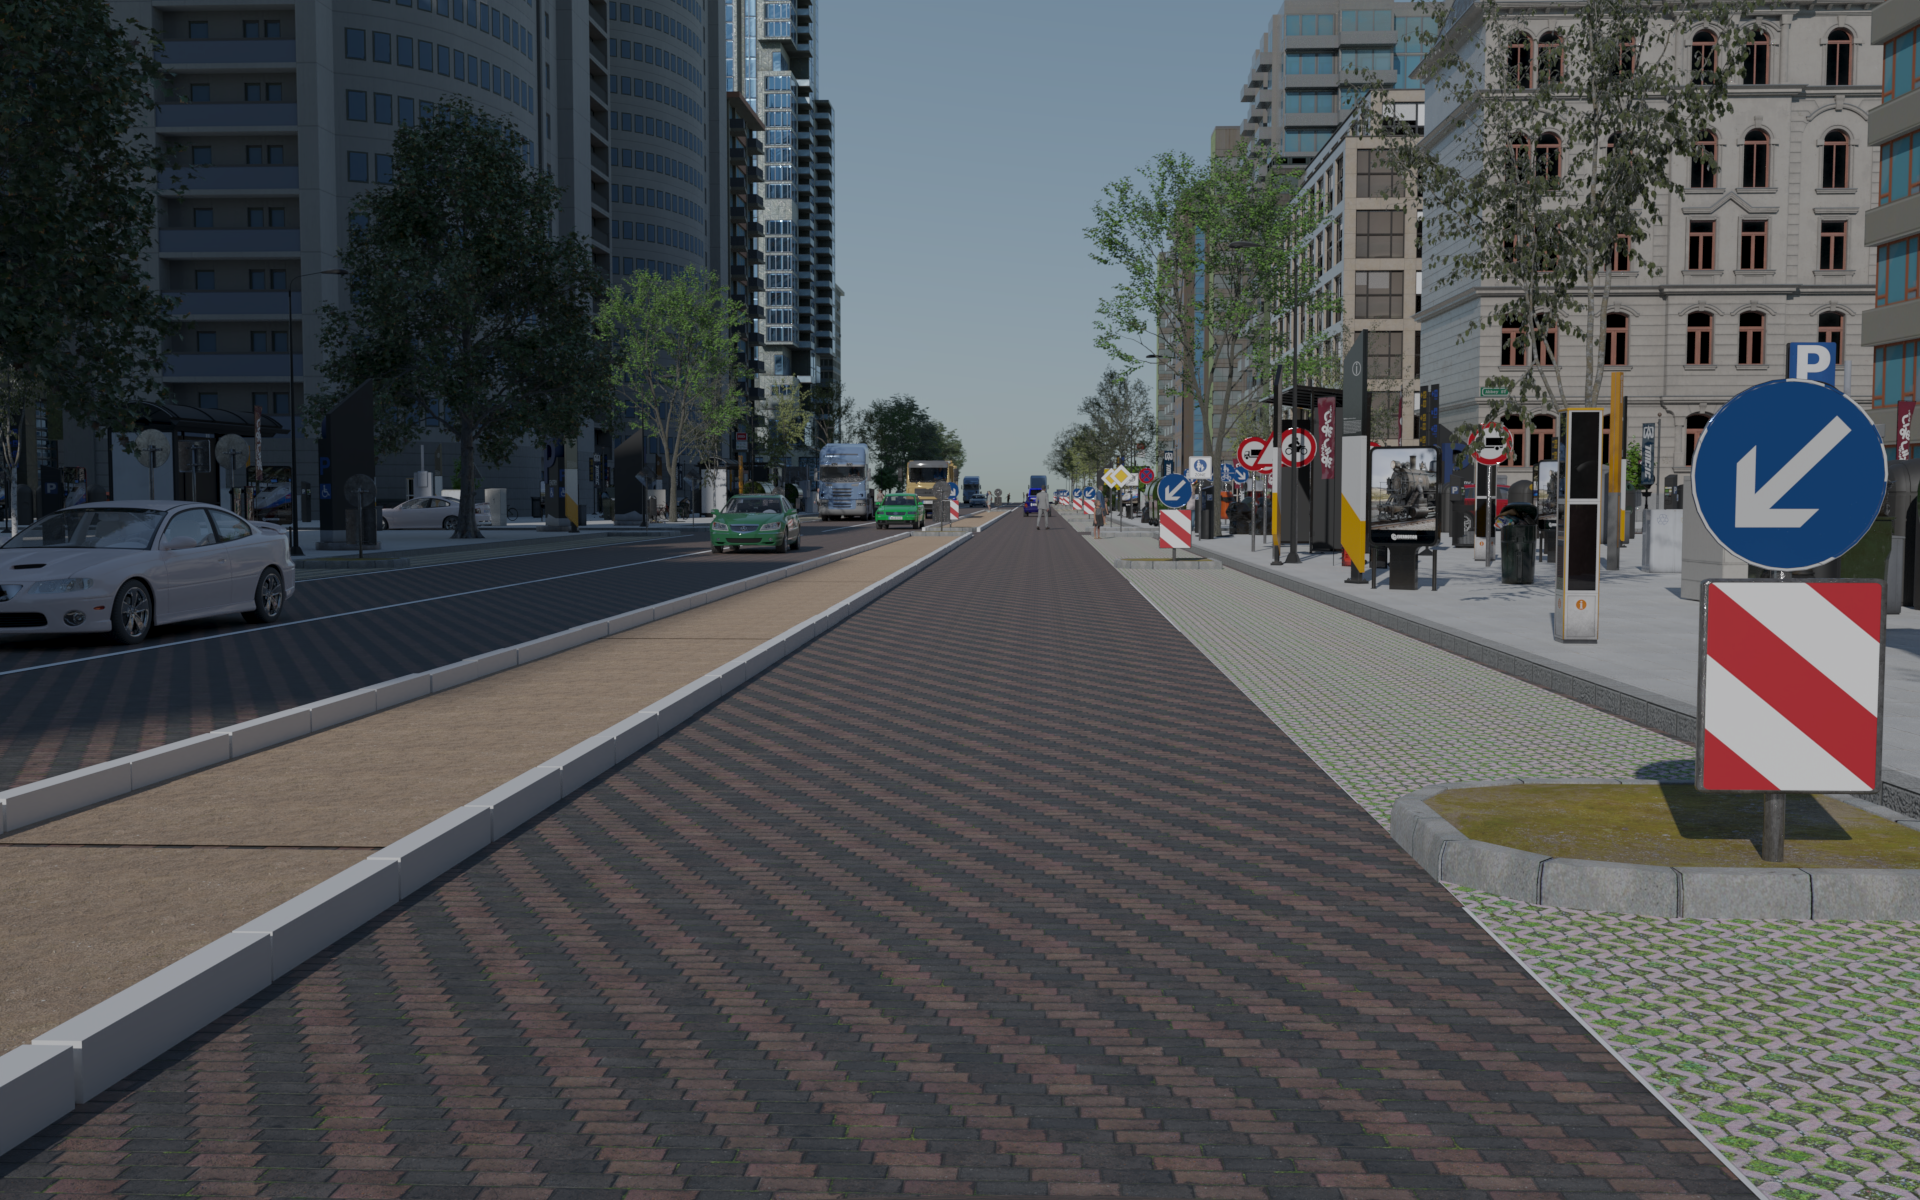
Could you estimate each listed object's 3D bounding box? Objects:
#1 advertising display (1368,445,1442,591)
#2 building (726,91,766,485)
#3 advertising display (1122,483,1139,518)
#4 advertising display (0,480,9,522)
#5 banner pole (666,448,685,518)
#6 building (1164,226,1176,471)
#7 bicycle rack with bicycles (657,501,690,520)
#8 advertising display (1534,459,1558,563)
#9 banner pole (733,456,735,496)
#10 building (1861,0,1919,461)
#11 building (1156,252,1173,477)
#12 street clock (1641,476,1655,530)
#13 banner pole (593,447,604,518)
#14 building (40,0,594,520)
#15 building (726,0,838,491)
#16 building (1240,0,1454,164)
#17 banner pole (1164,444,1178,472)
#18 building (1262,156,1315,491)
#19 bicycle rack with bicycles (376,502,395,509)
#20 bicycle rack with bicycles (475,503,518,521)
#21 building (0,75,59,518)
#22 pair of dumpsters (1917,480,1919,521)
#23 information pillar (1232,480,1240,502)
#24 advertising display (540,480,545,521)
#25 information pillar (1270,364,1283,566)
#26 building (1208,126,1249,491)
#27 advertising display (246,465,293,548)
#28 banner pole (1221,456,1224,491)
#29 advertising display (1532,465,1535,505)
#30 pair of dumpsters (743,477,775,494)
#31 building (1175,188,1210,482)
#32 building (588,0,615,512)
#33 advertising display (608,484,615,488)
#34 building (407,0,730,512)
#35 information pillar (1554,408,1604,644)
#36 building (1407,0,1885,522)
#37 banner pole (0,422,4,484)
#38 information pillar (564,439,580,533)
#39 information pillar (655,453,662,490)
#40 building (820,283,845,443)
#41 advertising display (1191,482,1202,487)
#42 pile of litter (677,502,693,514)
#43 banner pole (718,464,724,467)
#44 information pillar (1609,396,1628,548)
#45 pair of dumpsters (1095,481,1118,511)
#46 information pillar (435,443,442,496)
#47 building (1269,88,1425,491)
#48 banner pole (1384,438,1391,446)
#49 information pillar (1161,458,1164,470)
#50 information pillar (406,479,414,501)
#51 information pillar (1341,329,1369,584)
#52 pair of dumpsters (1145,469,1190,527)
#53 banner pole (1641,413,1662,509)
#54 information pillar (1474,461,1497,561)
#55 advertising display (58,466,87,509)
[{"bbox_3d":[5.941,-1.097,23.150,0.974,1.923,0.123,3,4,37],"label":"advertising display"},{"bbox_3d":[-33.009,-32.491,185.846,22.147,44.769,28.867,0,4,3],"label":"building"},{"bbox_3d":[9.089,-5.357,92.797,0.974,1.923,0.123,1,4,21],"label":"advertising display"},{"bbox_3d":[-44.498,-4.588,80.227,0.974,1.923,0.123,1,4,16],"label":"advertising display"},{"bbox_3d":[-15.656,-6.396,94.587,0.863,3.779,0.401,-2,4,-33],"label":"banner pole"},{"bbox_3d":[43.631,-39.743,269.413,23.786,49.044,30.456,0,4,3],"label":"building"},{"bbox_3d":[-14.731,-4.435,85.902,2.925,0.926,2.852,-3,4,-38],"label":"bicycle rack with bicycles"},{"bbox_3d":[11.101,-1.650,32.196,0.123,1.923,0.974,-1,4,-22],"label":"advertising display"},{"bbox_3d":[-14.973,-7.623,114.655,0.401,3.779,0.863,0,4,2],"label":"banner pole"},{"bbox_3d":[35.965,-11.219,28.468,27.650,21.520,28.899,0,4,3],"label":"building"},{"bbox_3d":[40.099,-37.246,292.565,14.154,41.232,14.086,0,4,3],"label":"building"},{"bbox_3d":[22.674,-3.220,57.210,0.471,2.002,0.358,0,4,-7],"label":"street clock"},{"bbox_3d":[-19.117,-6.233,91.923,0.401,3.779,0.863,3,5,42],"label":"banner pole"},{"bbox_3d":[-34.758,-33.940,96.920,21.231,58.520,28.212,0,4,3],"label":"building"},{"bbox_3d":[-29.059,-57.704,256.124,22.319,86.520,31.000,0,4,3],"label":"building"},{"bbox_3d":[39.791,-33.800,172.242,23.786,49.044,30.456,0,4,3],"label":"building"},{"bbox_3d":[10.700,-5.964,87.536,0.863,3.779,0.401,1,4,17],"label":"banner pole"},{"bbox_3d":[33.228,-23.179,150.680,14.160,30.474,14.107,0,4,3],"label":"building"},{"bbox_3d":[-27.634,-4.088,80.221,2.925,0.926,2.852,0,4,-1],"label":"bicycle rack with bicycles"},{"bbox_3d":[-22.490,-4.216,82.314,2.925,0.926,2.852,-2,4,-25],"label":"bicycle rack with bicycles"},{"bbox_3d":[-65.563,-47.692,92.435,31.000,86.520,22.319,0,4,3],"label":"building"},{"bbox_3d":[7.852,-0.506,10.770,1.574,2.255,4.437,0,4,3],"label":"pair of dumpsters"},{"bbox_3d":[14.239,-5.186,89.282,0.304,2.012,0.304,3,4,37],"label":"information pillar"},{"bbox_3d":[-19.151,-4.635,80.999,0.974,1.923,0.123,0,4,4],"label":"advertising display"},{"bbox_3d":[5.688,-2.428,31.047,0.183,3.616,0.504,1,4,19],"label":"information pillar"},{"bbox_3d":[34.975,-31.290,195.179,14.154,41.232,14.086,0,4,3],"label":"building"},{"bbox_3d":[-15.616,-2.079,39.209,0.974,1.923,0.123,-2,4,-30],"label":"advertising display"},{"bbox_3d":[17.100,-7.547,113.405,0.401,3.779,0.863,3,5,43],"label":"banner pole"},{"bbox_3d":[12.592,-1.928,36.737,0.123,1.923,0.974,-3,5,-40],"label":"advertising display"},{"bbox_3d":[-11.363,-5.809,97.468,1.574,2.255,4.437,0,4,3],"label":"pair of dumpsters"},{"bbox_3d":[38.253,-36.518,247.172,14.600,45.320,14.200,0,4,3],"label":"building"},{"bbox_3d":[-35.134,-42.244,128.935,20.563,71.187,20.611,0,4,3],"label":"building"},{"bbox_3d":[-23.251,-6.766,115.842,0.123,1.923,0.974,3,5,43],"label":"advertising display"},{"bbox_3d":[-33.973,-37.597,156.706,21.231,58.520,28.212,0,4,3],"label":"building"},{"bbox_3d":[5.324,-0.637,14.911,0.304,2.012,0.304,0,4,5],"label":"information pillar"},{"bbox_3d":[35.292,-18.213,85.178,23.554,28.519,14.401,0,4,3],"label":"building"},{"bbox_3d":[-29.486,-3.835,52.713,0.401,3.779,0.863,2,4,32],"label":"banner pole"},{"bbox_3d":[-12.862,-4.036,57.350,0.183,3.616,0.504,3,4,36],"label":"information pillar"},{"bbox_3d":[-17.388,-6.644,99.992,0.183,3.616,0.504,2,4,30],"label":"information pillar"},{"bbox_3d":[-32.537,-36.311,285.562,32.217,40.220,23.993,0,4,3],"label":"building"},{"bbox_3d":[12.600,-5.406,93.598,0.974,1.923,0.123,-1,4,-10],"label":"advertising display"},{"bbox_3d":[-17.878,-5.928,110.894,1.719,0.858,1.176,-1,4,-9],"label":"pile of litter"},{"bbox_3d":[-17.098,-8.273,125.284,0.863,3.779,0.401,-1,4,-8],"label":"banner pole"},{"bbox_3d":[15.754,-3.065,41.471,0.183,3.616,0.504,-1,4,-22],"label":"information pillar"},{"bbox_3d":[11.066,-7.842,130.706,1.574,2.255,4.437,0,4,3],"label":"pair of dumpsters"},{"bbox_3d":[-24.124,-5.433,80.178,0.504,3.616,0.183,3,5,41],"label":"information pillar"},{"bbox_3d":[34.022,-19.504,123.401,19.350,26.468,34.151,0,4,3],"label":"building"},{"bbox_3d":[19.232,-5.382,78.010,0.401,3.779,0.863,3,4,36],"label":"banner pole"},{"bbox_3d":[13.332,-7.505,114.065,0.183,3.616,0.504,-1,4,-10],"label":"information pillar"},{"bbox_3d":[-25.990,-4.735,81.917,0.304,2.012,0.304,-2,4,-33],"label":"information pillar"},{"bbox_3d":[5.658,-2.047,24.824,0.183,3.616,0.504,-1,4,-23],"label":"information pillar"},{"bbox_3d":[8.202,-4.025,68.308,1.574,2.255,4.437,0,4,3],"label":"pair of dumpsters"},{"bbox_3d":[21.355,-3.880,53.448,0.401,3.779,0.863,-2,4,-29],"label":"banner pole"},{"bbox_3d":[10.044,-1.749,33.093,0.304,2.012,0.304,3,5,41],"label":"information pillar"},{"bbox_3d":[-20.898,-2.178,40.829,0.123,1.923,0.974,0,4,4],"label":"advertising display"}]
